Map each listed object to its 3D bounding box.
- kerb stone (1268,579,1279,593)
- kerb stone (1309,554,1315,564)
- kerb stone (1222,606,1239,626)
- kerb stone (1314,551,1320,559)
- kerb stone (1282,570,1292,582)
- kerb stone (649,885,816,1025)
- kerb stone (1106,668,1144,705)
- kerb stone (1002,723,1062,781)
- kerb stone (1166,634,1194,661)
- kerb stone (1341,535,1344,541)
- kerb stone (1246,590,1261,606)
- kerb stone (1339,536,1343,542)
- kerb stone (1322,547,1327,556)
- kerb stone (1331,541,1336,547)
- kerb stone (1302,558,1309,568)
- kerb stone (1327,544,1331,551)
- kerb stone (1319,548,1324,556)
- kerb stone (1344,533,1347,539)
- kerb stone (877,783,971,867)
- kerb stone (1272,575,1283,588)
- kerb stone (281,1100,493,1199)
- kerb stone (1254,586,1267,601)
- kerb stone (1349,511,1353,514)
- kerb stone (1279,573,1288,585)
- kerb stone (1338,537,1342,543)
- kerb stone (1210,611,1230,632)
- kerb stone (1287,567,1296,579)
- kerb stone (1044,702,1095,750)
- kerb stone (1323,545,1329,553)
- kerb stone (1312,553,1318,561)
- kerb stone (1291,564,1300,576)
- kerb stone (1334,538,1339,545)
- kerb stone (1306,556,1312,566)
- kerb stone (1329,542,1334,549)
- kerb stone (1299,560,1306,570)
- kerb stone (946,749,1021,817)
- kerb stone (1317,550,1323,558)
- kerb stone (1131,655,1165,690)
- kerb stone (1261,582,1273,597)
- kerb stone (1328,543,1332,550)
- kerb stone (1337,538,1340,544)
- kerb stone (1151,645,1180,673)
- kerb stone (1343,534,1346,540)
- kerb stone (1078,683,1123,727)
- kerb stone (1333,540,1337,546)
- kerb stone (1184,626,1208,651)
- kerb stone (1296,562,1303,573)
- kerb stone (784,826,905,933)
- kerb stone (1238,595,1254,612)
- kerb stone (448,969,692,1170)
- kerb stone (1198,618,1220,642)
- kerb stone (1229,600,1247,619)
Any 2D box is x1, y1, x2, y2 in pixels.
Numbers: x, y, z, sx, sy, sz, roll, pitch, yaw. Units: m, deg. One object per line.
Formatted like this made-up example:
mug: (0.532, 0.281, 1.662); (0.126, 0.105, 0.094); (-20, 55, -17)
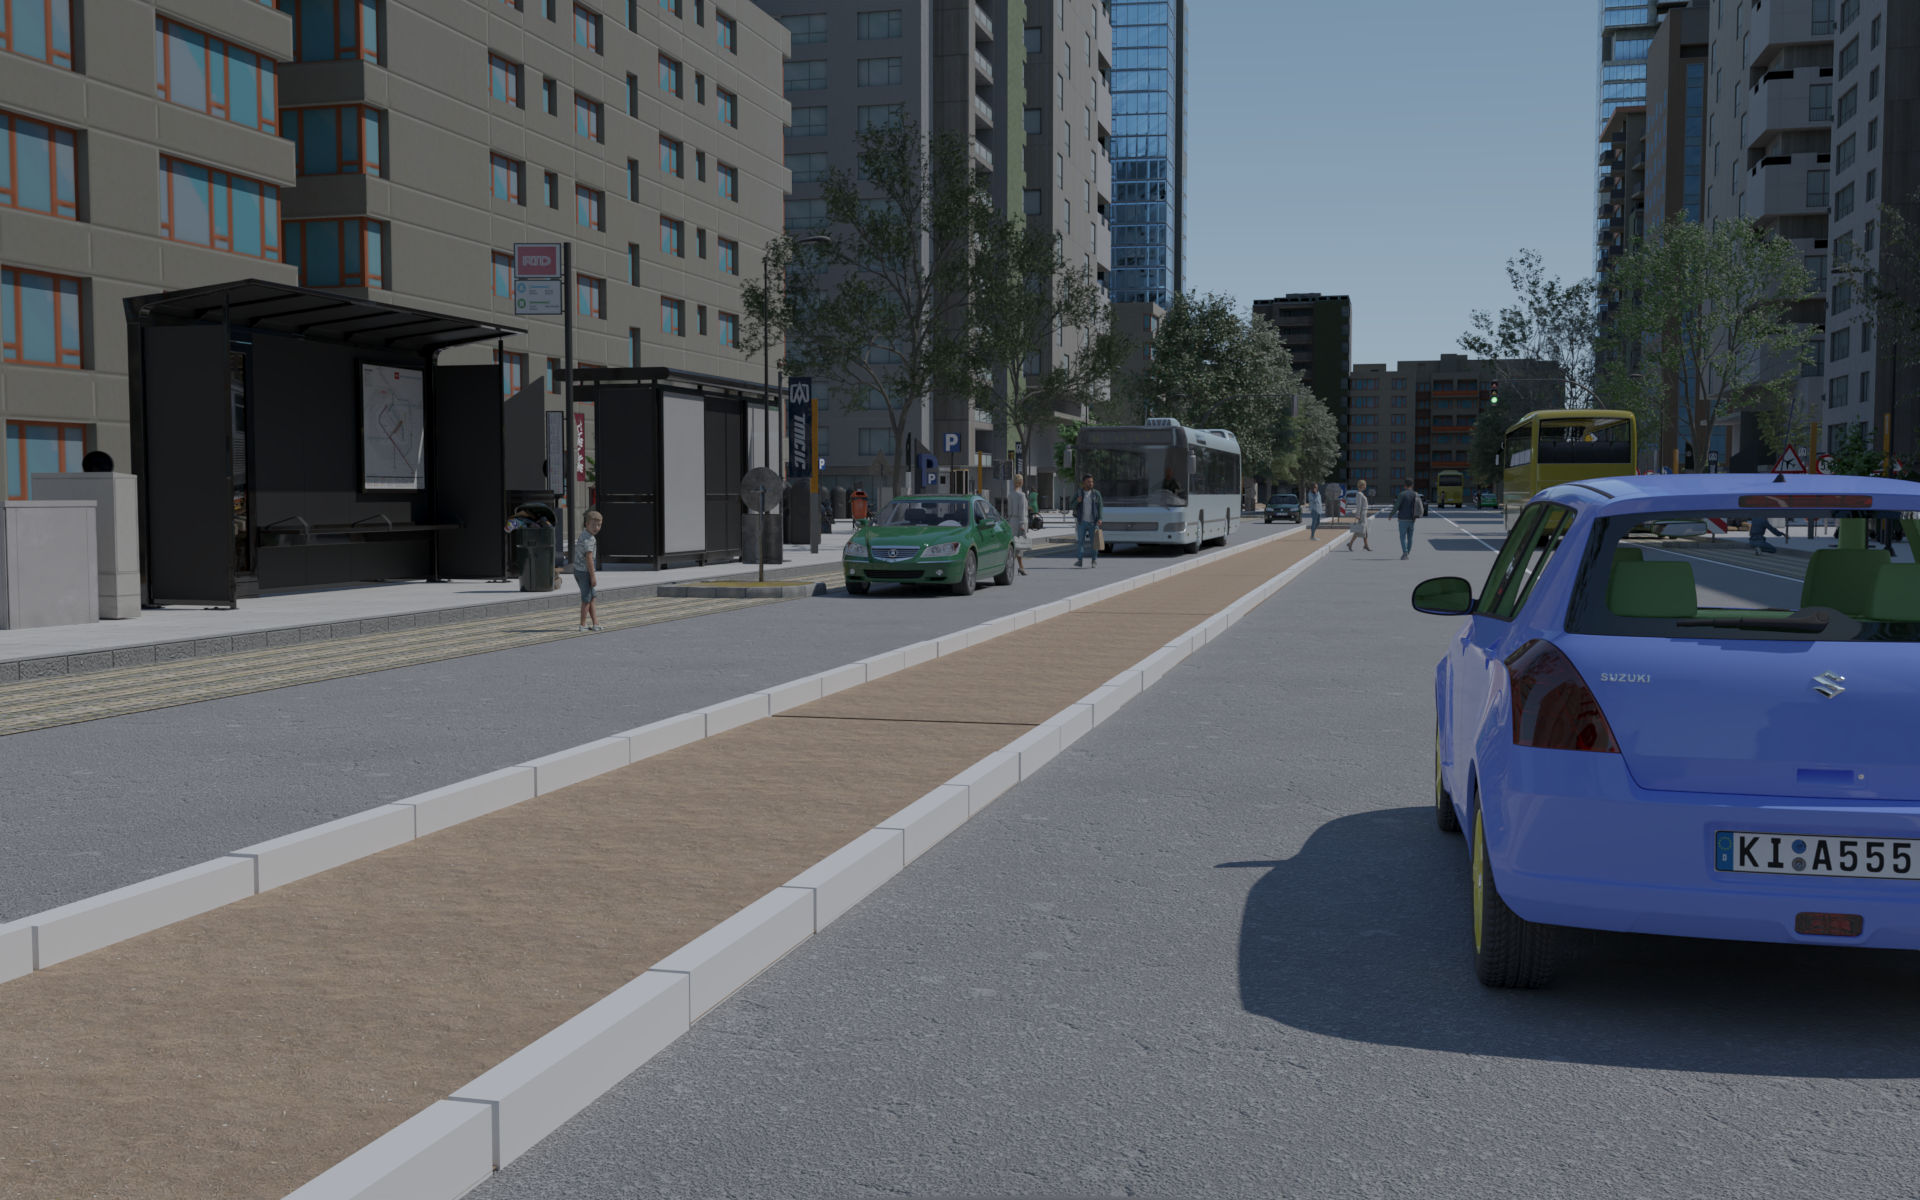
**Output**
kerb stone: (4.467, -0.171, 24.998); (0.120, 0.150, 1.000); (1, 4, 14)
kerb stone: (7.029, -0.778, 34.937); (0.120, 0.150, 1.000); (1, 4, 14)
kerb stone: (2.934, 0.196, 19.041); (0.120, 0.150, 1.000); (1, 4, 14)
kerb stone: (7.536, -0.892, 36.917); (0.120, 0.150, 1.000); (1, 4, 14)
kerb stone: (5.232, -0.353, 27.974); (0.120, 0.150, 1.000); (1, 4, 14)
kerb stone: (-0.659, 1.042, 5.155); (0.120, 0.150, 1.000); (1, 4, 14)
kerb stone: (1.135, 0.618, 12.098); (0.120, 0.150, 1.000); (1, 4, 14)
kerb stone: (0.370, 0.802, 9.119); (0.120, 0.150, 1.000); (1, 4, 14)
kerb stone: (1.898, 0.435, 15.083); (0.120, 0.150, 1.000); (1, 4, 14)
kerb stone: (11.127, -1.749, 50.823); (0.120, 0.150, 1.000); (1, 4, 14)
kerb stone: (3.695, 0.010, 22.030); (0.120, 0.150, 1.000); (1, 4, 14)
kerb stone: (10.862, -1.688, 49.836); (0.120, 0.150, 1.000); (1, 4, 14)
kerb stone: (8.317, -1.083, 39.901); (0.120, 0.150, 1.000); (1, 4, 14)
kerb stone: (9.592, -1.384, 44.872); (0.120, 0.150, 1.000); (1, 4, 14)
kerb stone: (6.508, -0.658, 32.948); (0.120, 0.150, 1.000); (1, 4, 14)
kerb stone: (8.832, -1.197, 41.890); (0.120, 0.150, 1.000); (1, 4, 14)
kerb stone: (8.045, -1.017, 38.913); (0.120, 0.150, 1.000); (1, 4, 14)
kerb stone: (11.635, -1.872, 52.803); (0.120, 0.150, 1.000); (1, 4, 14)
kerb stone: (-0.146, 0.921, 7.141); (0.120, 0.150, 1.000); (1, 4, 14)
kerb stone: (4.719, -0.232, 25.995); (0.120, 0.150, 1.000); (1, 4, 14)
kerb stone: (-1.167, 1.163, 3.174); (0.120, 0.150, 1.000); (1, 4, 14)
kerb stone: (3.950, -0.050, 23.020); (0.120, 0.150, 1.000); (1, 4, 14)
kerb stone: (28.426, -6.366, 126.280); (0.120, 0.150, 1.000); (1, 4, 14)
kerb stone: (4.978, -0.291, 26.984); (0.120, 0.150, 1.000); (1, 4, 14)
kerb stone: (10.614, -1.628, 48.844); (0.120, 0.150, 1.000); (1, 4, 14)
kerb stone: (2.673, 0.253, 18.052); (0.120, 0.150, 1.000); (1, 4, 14)
kerb stone: (5.489, -0.407, 28.964); (0.120, 0.150, 1.000); (1, 4, 14)
kerb stone: (0.624, 0.743, 10.114); (0.120, 0.150, 1.000); (1, 4, 14)
kerb stone: (8.568, -1.144, 40.900); (0.120, 0.150, 1.000); (1, 4, 14)
kerb stone: (7.284, -0.839, 35.926); (0.120, 0.150, 1.000); (1, 4, 14)
kerb stone: (5.745, -0.475, 29.962); (0.120, 0.150, 1.000); (1, 4, 14)
kerb stone: (10.100, -1.509, 46.860); (0.120, 0.150, 1.000); (1, 4, 14)
kerb stone: (6.770, -0.717, 33.945); (0.120, 0.150, 1.000); (1, 4, 14)
kerb stone: (9.332, -1.321, 43.883); (0.120, 0.150, 1.000); (1, 4, 14)
kerb stone: (6.256, -0.597, 31.955); (0.120, 0.150, 1.000); (1, 4, 14)
kerb stone: (0.108, 0.860, 8.131); (0.120, 0.150, 1.000); (1, 4, 14)
kerb stone: (7.798, -0.957, 37.921); (0.120, 0.150, 1.000); (1, 4, 14)
kerb stone: (1.398, 0.557, 13.086); (0.120, 0.150, 1.000); (1, 4, 14)
kerb stone: (4.210, -0.110, 24.009); (0.120, 0.150, 1.000); (1, 4, 14)
kerb stone: (9.075, -1.266, 42.892); (0.120, 0.150, 1.000); (1, 4, 14)
kerb stone: (10.353, -1.567, 47.856); (0.120, 0.150, 1.000); (1, 4, 14)
kerb stone: (1.644, 0.501, 14.078); (0.120, 0.150, 1.000); (1, 4, 14)
kerb stone: (11.389, -1.811, 51.811); (0.120, 0.150, 1.000); (1, 4, 14)
kerb stone: (0.887, 0.681, 11.107); (0.120, 0.150, 1.000); (1, 4, 14)
kerb stone: (9.845, -1.447, 45.871); (0.120, 0.150, 1.000); (1, 4, 14)
kerb stone: (2.159, 0.375, 16.071); (0.120, 0.150, 1.000); (1, 4, 14)
kerb stone: (5.999, -0.536, 30.962); (0.120, 0.150, 1.000); (1, 4, 14)
kerb stone: (-0.401, 0.982, 6.144); (0.120, 0.150, 1.000); (1, 4, 14)
kerb stone: (3.438, 0.071, 21.029); (0.120, 0.150, 1.000); (1, 4, 14)
kerb stone: (-0.907, 1.103, 4.162); (0.120, 0.150, 1.000); (1, 4, 14)
kerb stone: (2.421, 0.314, 17.059); (0.120, 0.150, 1.000); (1, 4, 14)
kerb stone: (3.186, 0.132, 20.032); (0.120, 0.150, 1.000); (1, 4, 14)
